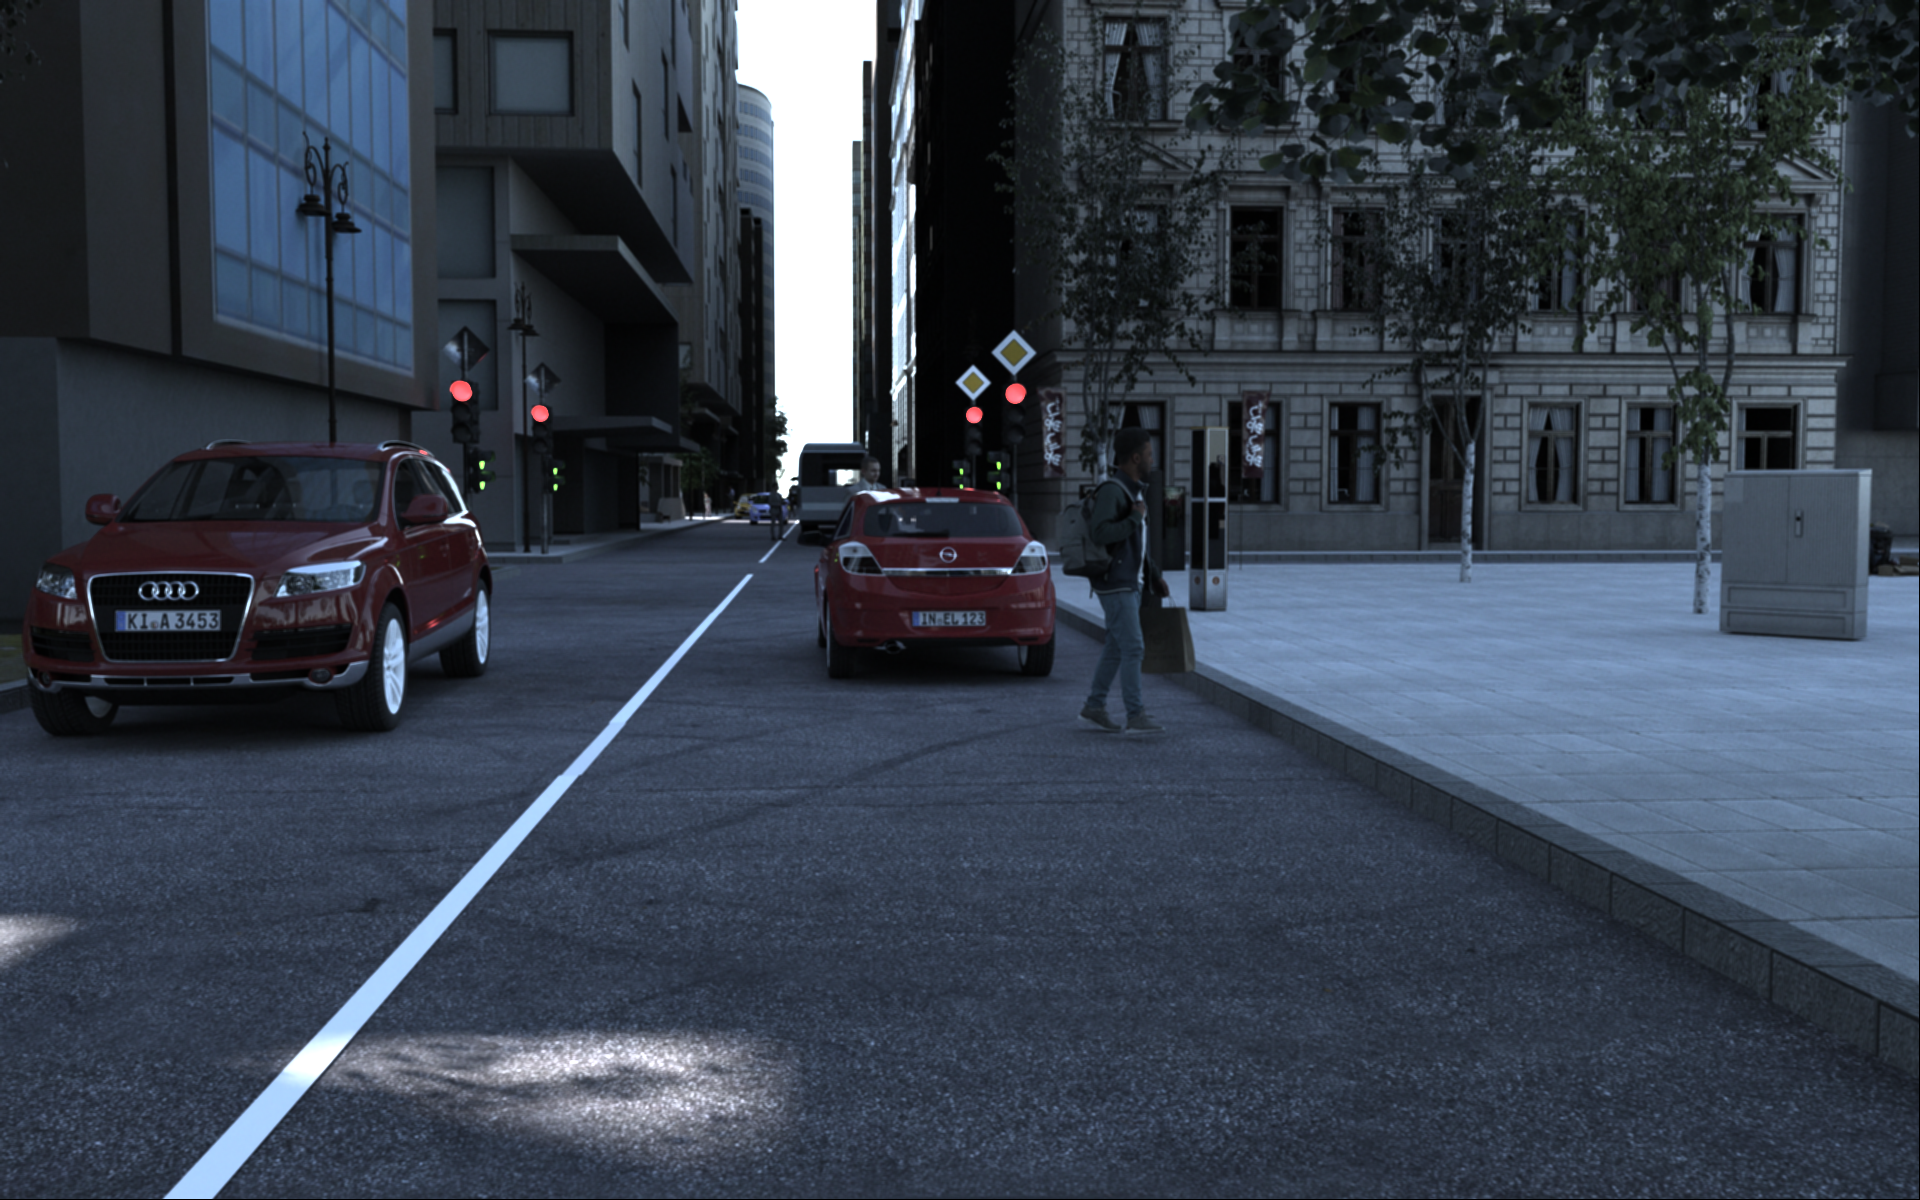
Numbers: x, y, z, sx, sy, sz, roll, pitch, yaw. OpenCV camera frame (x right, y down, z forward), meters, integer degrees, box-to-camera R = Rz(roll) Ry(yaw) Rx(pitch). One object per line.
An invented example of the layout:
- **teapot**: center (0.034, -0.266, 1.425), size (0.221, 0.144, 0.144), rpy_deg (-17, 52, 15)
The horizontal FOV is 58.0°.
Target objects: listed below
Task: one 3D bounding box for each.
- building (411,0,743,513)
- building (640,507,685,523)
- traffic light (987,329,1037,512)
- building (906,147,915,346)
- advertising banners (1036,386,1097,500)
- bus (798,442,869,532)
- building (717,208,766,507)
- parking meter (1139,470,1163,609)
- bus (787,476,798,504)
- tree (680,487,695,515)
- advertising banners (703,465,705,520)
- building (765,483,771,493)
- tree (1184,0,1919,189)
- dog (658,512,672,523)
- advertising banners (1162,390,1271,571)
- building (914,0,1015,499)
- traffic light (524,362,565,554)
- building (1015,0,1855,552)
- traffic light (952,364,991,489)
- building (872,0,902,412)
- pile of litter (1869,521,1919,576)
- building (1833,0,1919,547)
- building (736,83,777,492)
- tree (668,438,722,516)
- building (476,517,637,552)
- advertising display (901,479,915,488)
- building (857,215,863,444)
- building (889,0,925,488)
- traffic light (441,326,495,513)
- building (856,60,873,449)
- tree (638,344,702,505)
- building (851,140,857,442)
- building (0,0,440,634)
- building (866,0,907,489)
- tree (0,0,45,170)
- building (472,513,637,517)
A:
- **building**: center (-33.187, -34.374, 151.261), size (28.713, 52.752, 27.495), rpy_deg (0, 4, -5)
- **building**: center (-29.911, -23.824, 81.405), size (32.217, 40.220, 23.993), rpy_deg (0, 4, -5)
- **traffic light**: center (0.898, -2.494, 29.699), size (0.839, 4.253, 0.868), rpy_deg (0, 4, -5)
- **building**: center (3.432, -12.808, 74.038), size (10.561, 19.102, 19.286), rpy_deg (0, 4, -5)
- **advertising banners**: center (2.223, -1.977, 28.506), size (2.074, 3.025, 0.090), rpy_deg (-1, 4, -18)
- **bus**: center (-4.969, -4.469, 67.931), size (2.948, 3.499, 13.247), rpy_deg (0, 4, -4)
- **building**: center (-26.845, -24.561, 173.271), size (14.160, 30.474, 14.107), rpy_deg (0, 4, -5)
- **parking meter**: center (1.969, -0.614, 18.447), size (0.372, 1.533, 0.369), rpy_deg (0, 3, 0)
- **bus**: center (-22.060, -15.096, 238.370), size (2.896, 3.916, 12.252), rpy_deg (0, 4, -3)
- **tree**: center (-16.811, -6.782, 105.494), size (1.663, 3.219, 1.824), rpy_deg (0, 3, 0)
- **advertising banners**: center (-12.886, -5.558, 87.054), size (0.090, 3.025, 2.074), rpy_deg (0, 4, -7)
- **building**: center (-40.387, -32.276, 219.588), size (32.217, 40.220, 23.993), rpy_deg (0, 4, -5)
- **tree**: center (3.737, -5.985, 4.506), size (9.857, 13.997, 8.962), rpy_deg (0, 3, 0)
- **dog**: center (-12.853, -3.592, 75.558), size (0.406, 0.507, 0.540), rpy_deg (1, 4, 22)
- **advertising banners**: center (4.247, -2.010, 29.057), size (2.074, 3.025, 0.090), rpy_deg (-1, 4, -14)
- **building**: center (5.099, -13.870, 56.458), size (12.332, 23.373, 15.834), rpy_deg (0, 4, -5)
- **traffic light**: center (-8.866, -2.936, 36.920), size (0.839, 4.253, 0.868), rpy_deg (0, 4, -5)
- **building**: center (10.785, -10.918, 43.130), size (19.286, 19.102, 10.561), rpy_deg (0, 4, -5)
- **traffic light**: center (0.265, -2.981, 37.660), size (0.839, 4.253, 0.868), rpy_deg (0, 4, -5)
- **building**: center (-0.638, -30.779, 153.345), size (14.600, 45.320, 14.200), rpy_deg (0, 4, -5)
- **pile of litter**: center (14.663, -0.819, 27.353), size (1.719, 0.858, 1.176), rpy_deg (1, 4, 13)
- **building**: center (35.197, -13.953, 47.201), size (30.058, 24.678, 14.314), rpy_deg (0, 4, -5)
- **building**: center (-37.070, -43.023, 245.427), size (21.231, 58.520, 28.212), rpy_deg (0, 4, -5)
- **tree**: center (-15.523, -7.153, 100.662), size (4.285, 4.588, 4.351), rpy_deg (0, 3, 0)
- **building**: center (-21.820, -28.051, 47.877), size (28.713, 52.752, 27.495), rpy_deg (0, 4, -5)
- **advertising display**: center (-2.187, -4.151, 73.090), size (0.123, 1.923, 0.974), rpy_deg (2, 4, 30)
- **building**: center (-3.761, -25.087, 181.874), size (14.160, 30.474, 14.107), rpy_deg (0, 4, -5)
- **building**: center (2.169, -19.615, 98.190), size (11.434, 29.767, 29.804), rpy_deg (0, 4, -5)
- **traffic light**: center (-8.233, -2.449, 28.960), size (0.839, 4.253, 0.868), rpy_deg (0, 4, -5)
- **building**: center (-2.491, -29.599, 167.532), size (14.154, 41.232, 14.086), rpy_deg (0, 4, -5)
- **tree**: center (-12.282, -7.142, 67.131), size (4.737, 8.622, 4.395), rpy_deg (0, 3, 0)
- **building**: center (-5.715, -31.795, 203.434), size (14.154, 41.232, 14.086), rpy_deg (0, 4, -5)
- **building**: center (-15.447, -22.687, 21.036), size (14.200, 45.320, 14.600), rpy_deg (0, 4, -5)
- **building**: center (4.386, -49.981, 129.857), size (22.319, 86.520, 31.000), rpy_deg (0, 4, -5)
- **tree**: center (-8.280, -3.742, 11.549), size (4.360, 8.622, 3.978), rpy_deg (0, 3, 0)
- **building**: center (-31.009, -32.679, 123.546), size (28.713, 52.752, 27.495), rpy_deg (0, 4, -5)
